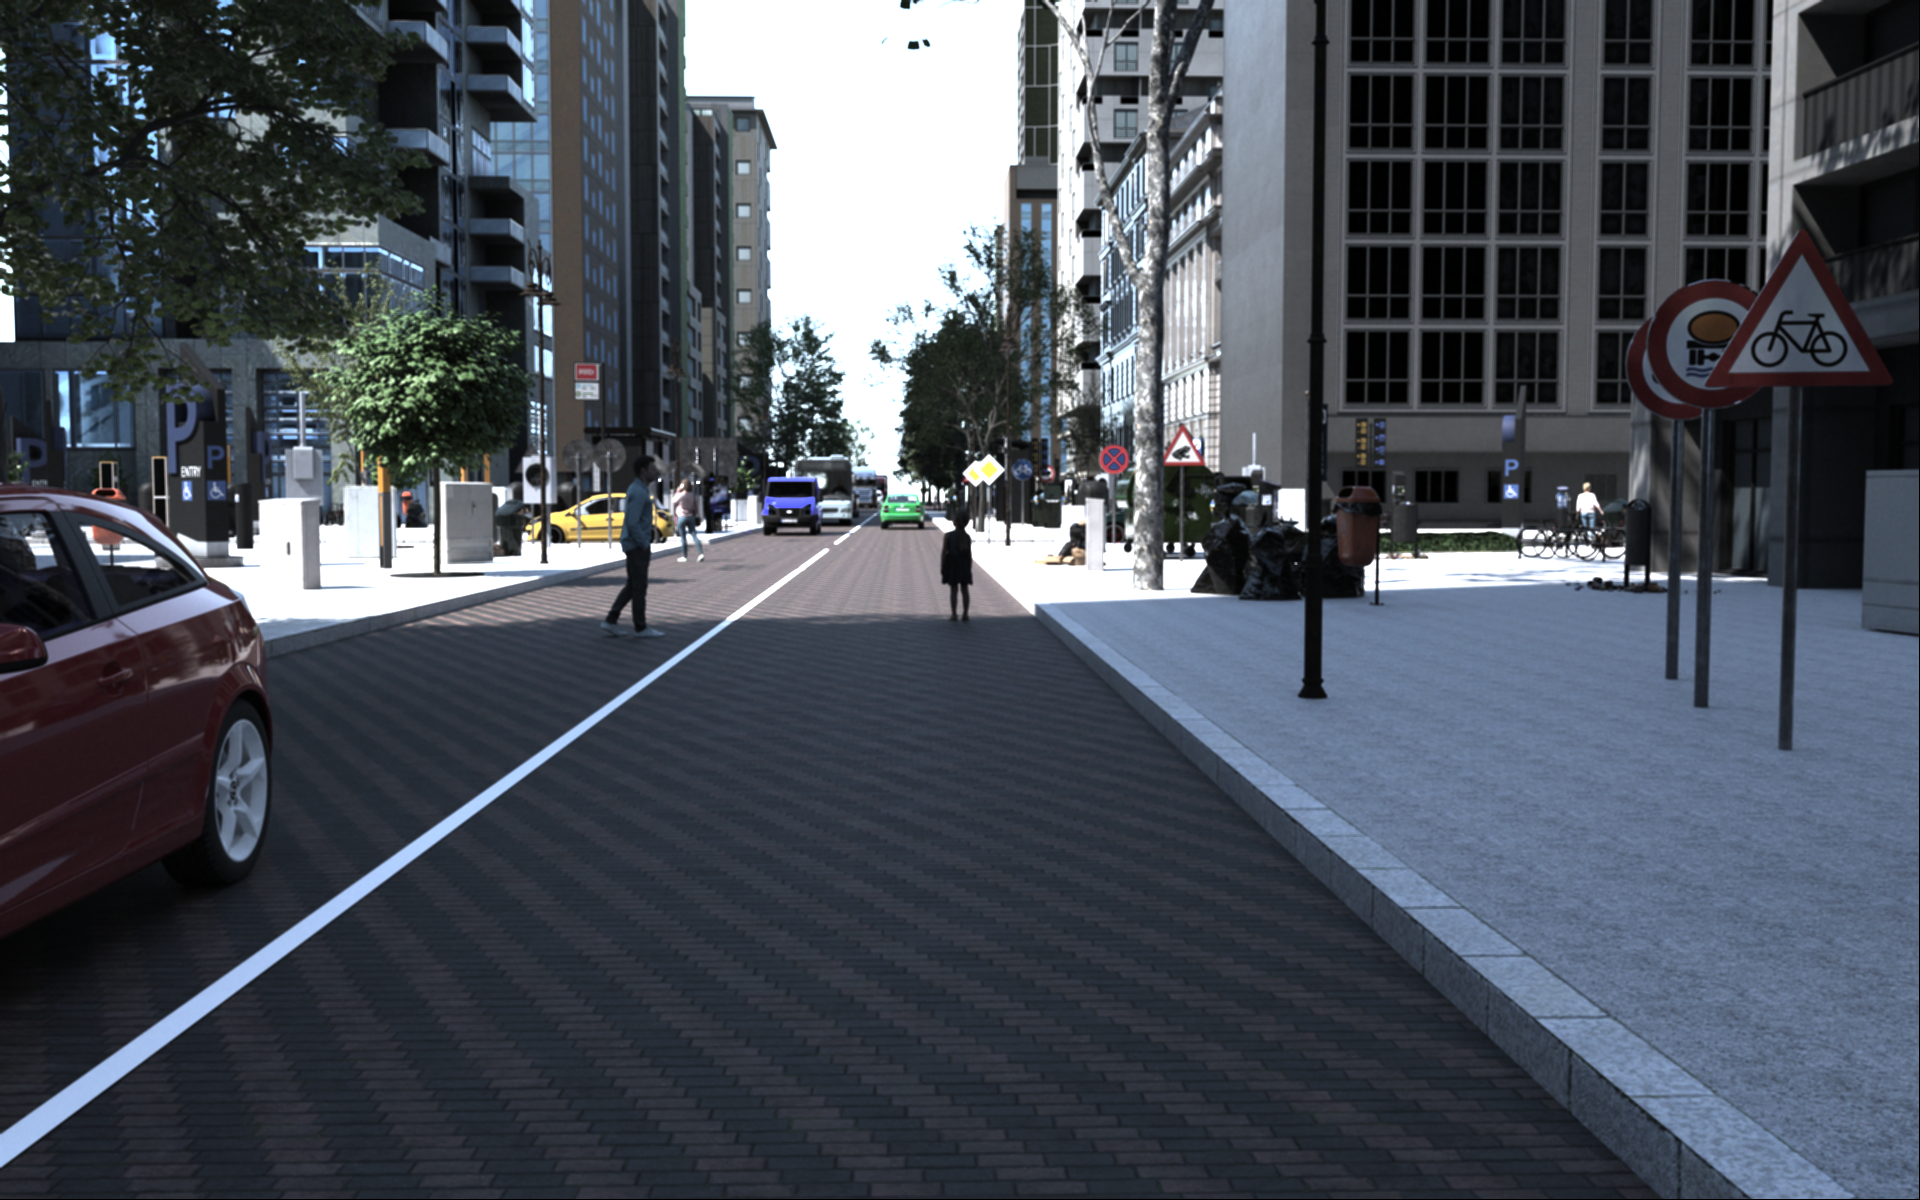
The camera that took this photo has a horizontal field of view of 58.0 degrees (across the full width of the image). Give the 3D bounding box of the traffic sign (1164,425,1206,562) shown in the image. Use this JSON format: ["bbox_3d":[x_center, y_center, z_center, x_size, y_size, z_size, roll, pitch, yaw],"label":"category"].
[{"bbox_3d":[4.170,-1.991,32.559,0.884,2.594,0.081,0,4,-1],"label":"traffic sign"}]

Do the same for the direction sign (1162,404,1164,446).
[{"bbox_3d":[4.759,-3.128,43.146,0.876,3.537,0.379,-3,5,-41],"label":"direction sign"}]

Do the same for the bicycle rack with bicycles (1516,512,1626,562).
[{"bbox_3d":[12.222,-1.267,34.092,2.852,0.926,2.925,-3,5,-40],"label":"bicycle rack with bicycles"}]

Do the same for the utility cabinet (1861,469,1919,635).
[{"bbox_3d":[8.741,-0.433,15.762,0.318,1.500,1.173,0,4,-7],"label":"utility cabinet"}]

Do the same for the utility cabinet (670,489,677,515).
[{"bbox_3d":[-17.377,-5.815,103.753,1.173,1.500,0.318,3,4,37],"label":"utility cabinet"}]

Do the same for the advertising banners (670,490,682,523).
[{"bbox_3d":[-11.308,-4.470,69.275,2.074,3.025,0.090,2,4,35],"label":"advertising banners"}]

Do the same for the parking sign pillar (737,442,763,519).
[{"bbox_3d":[-10.659,-6.060,87.556,1.447,3.967,1.447,-2,4,-24],"label":"parking sign pillar"}]

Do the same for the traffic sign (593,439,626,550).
[{"bbox_3d":[-8.054,-2.428,39.799,0.768,2.556,0.104,0,4,4],"label":"traffic sign"}]

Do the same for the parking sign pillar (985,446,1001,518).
[{"bbox_3d":[1.994,-6.405,93.186,1.447,3.967,1.447,-1,4,-11],"label":"parking sign pillar"}]

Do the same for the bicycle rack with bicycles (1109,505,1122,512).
[{"bbox_3d":[7.055,-4.277,83.313,2.925,0.926,2.852,0,4,7],"label":"bicycle rack with bicycles"}]

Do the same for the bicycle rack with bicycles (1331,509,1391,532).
[{"bbox_3d":[13.152,-2.770,58.664,2.852,0.926,2.925,-3,5,-42],"label":"bicycle rack with bicycles"}]

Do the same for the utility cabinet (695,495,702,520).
[{"bbox_3d":[-12.907,-4.550,85.548,0.306,1.237,1.020,-1,4,-16],"label":"utility cabinet"}]

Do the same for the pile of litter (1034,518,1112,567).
[{"bbox_3d":[2.020,-1.058,31.258,1.176,0.858,1.719,-1,4,-21],"label":"pile of litter"}]

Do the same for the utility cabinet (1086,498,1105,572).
[{"bbox_3d":[2.272,-1.096,29.075,0.306,1.237,1.020,0,4,3],"label":"utility cabinet"}]

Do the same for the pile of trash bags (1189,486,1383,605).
[{"bbox_3d":[4.235,-0.708,21.330,1.912,1.369,3.447,-1,4,-15],"label":"pile of trash bags"}]

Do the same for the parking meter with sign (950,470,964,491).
[{"bbox_3d":[0.099,-7.972,126.596,1.738,3.016,0.543,0,4,6],"label":"parking meter with sign"}]

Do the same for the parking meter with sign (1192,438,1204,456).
[{"bbox_3d":[6.716,-3.531,53.989,1.738,3.016,0.543,-2,4,-27],"label":"parking meter with sign"}]

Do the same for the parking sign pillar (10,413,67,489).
[{"bbox_3d":[-32.279,-4.395,60.329,1.447,3.967,1.447,2,4,30],"label":"parking sign pillar"}]

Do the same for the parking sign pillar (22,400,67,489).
[{"bbox_3d":[-26.258,-3.785,50.352,1.447,3.967,1.447,-2,4,-24],"label":"parking sign pillar"}]

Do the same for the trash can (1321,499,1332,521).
[{"bbox_3d":[11.480,-2.656,55.081,0.748,1.137,0.748,0,3,0],"label":"trash can"}]

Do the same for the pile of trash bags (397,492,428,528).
[{"bbox_3d":[-21.264,-3.450,66.152,1.912,1.369,3.447,-1,4,-13],"label":"pile of trash bags"}]

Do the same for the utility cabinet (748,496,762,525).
[{"bbox_3d":[-8.608,-3.764,72.698,0.306,1.237,1.020,-2,4,-27],"label":"utility cabinet"}]

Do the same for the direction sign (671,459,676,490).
[{"bbox_3d":[-18.818,-7.392,112.851,0.379,3.537,0.876,3,5,43],"label":"direction sign"}]

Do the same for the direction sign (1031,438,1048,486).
[{"bbox_3d":[3.233,-4.800,70.485,0.876,3.537,0.379,-3,4,-38],"label":"direction sign"}]

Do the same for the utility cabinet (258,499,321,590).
[{"bbox_3d":[-9.071,-0.750,23.431,1.020,1.237,0.306,3,4,36],"label":"utility cabinet"}]

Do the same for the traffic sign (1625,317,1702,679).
[{"bbox_3d":[4.940,-0.724,11.945,0.768,2.556,0.104,0,4,1],"label":"traffic sign"}]

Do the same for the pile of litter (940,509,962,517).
[{"bbox_3d":[-0.251,-5.151,98.175,1.719,0.858,1.176,2,4,33],"label":"pile of litter"}]

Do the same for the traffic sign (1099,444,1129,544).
[{"bbox_3d":[3.943,-2.704,44.322,0.768,2.556,0.104,0,4,8],"label":"traffic sign"}]

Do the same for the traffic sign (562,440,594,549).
[{"bbox_3d":[-8.947,-2.479,40.635,0.768,2.556,0.104,0,4,2],"label":"traffic sign"}]

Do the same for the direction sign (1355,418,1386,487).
[{"bbox_3d":[12.253,-3.654,51.748,0.876,3.537,0.379,0,4,5],"label":"direction sign"}]

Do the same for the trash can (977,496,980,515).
[{"bbox_3d":[0.915,-5.563,102.605,0.748,1.137,0.748,0,3,0],"label":"trash can"}]

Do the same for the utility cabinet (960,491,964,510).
[{"bbox_3d":[0.000,-6.256,110.957,0.318,1.500,1.173,1,4,15],"label":"utility cabinet"}]

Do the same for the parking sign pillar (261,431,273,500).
[{"bbox_3d":[-21.895,-4.017,54.150,1.447,3.967,1.447,0,4,-7],"label":"parking sign pillar"}]

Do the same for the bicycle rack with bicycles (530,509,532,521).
[{"bbox_3d":[-14.910,-2.942,61.484,2.925,0.926,2.852,1,4,10],"label":"bicycle rack with bicycles"}]

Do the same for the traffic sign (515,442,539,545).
[{"bbox_3d":[-10.746,-2.662,43.528,0.884,2.594,0.081,0,4,-1],"label":"traffic sign"}]

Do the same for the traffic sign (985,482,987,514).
[{"bbox_3d":[1.372,-5.790,94.773,0.768,2.556,0.104,0,4,0],"label":"traffic sign"}]

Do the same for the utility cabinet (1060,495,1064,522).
[{"bbox_3d":[4.981,-4.207,79.954,1.020,1.237,0.306,-1,4,-22],"label":"utility cabinet"}]

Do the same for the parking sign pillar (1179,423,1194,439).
[{"bbox_3d":[8.464,-4.679,64.975,1.447,3.967,1.447,-1,4,-22],"label":"parking sign pillar"}]

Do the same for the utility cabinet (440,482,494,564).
[{"bbox_3d":[-9.103,-1.417,31.840,0.318,1.500,1.173,2,4,29],"label":"utility cabinet"}]

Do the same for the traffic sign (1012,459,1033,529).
[{"bbox_3d":[2.291,-3.857,63.165,0.768,2.556,0.104,0,4,-2],"label":"traffic sign"}]

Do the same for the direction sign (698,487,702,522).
[{"bbox_3d":[-12.170,-5.412,80.478,0.876,3.537,0.379,-3,5,-45],"label":"direction sign"}]

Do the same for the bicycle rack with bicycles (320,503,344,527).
[{"bbox_3d":[-25.319,-3.410,69.143,2.852,0.926,2.925,1,4,16],"label":"bicycle rack with bicycles"}]

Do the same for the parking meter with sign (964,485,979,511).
[{"bbox_3d":[1.301,-7.008,110.848,1.738,3.016,0.543,1,4,11],"label":"parking meter with sign"}]

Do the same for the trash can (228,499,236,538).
[{"bbox_3d":[-21.532,-2.395,50.819,0.748,1.137,0.748,0,3,0],"label":"trash can"}]

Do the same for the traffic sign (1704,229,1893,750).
[{"bbox_3d":[4.141,-0.527,8.617,0.884,2.594,0.081,0,4,7],"label":"traffic sign"}]

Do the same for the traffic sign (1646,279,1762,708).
[{"bbox_3d":[4.470,-0.628,10.366,0.768,2.556,0.104,0,4,5],"label":"traffic sign"}]

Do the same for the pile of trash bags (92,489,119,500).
[{"bbox_3d":[-15.376,-1.124,28.128,3.447,1.369,1.912,-1,4,-17],"label":"pile of trash bags"}]
